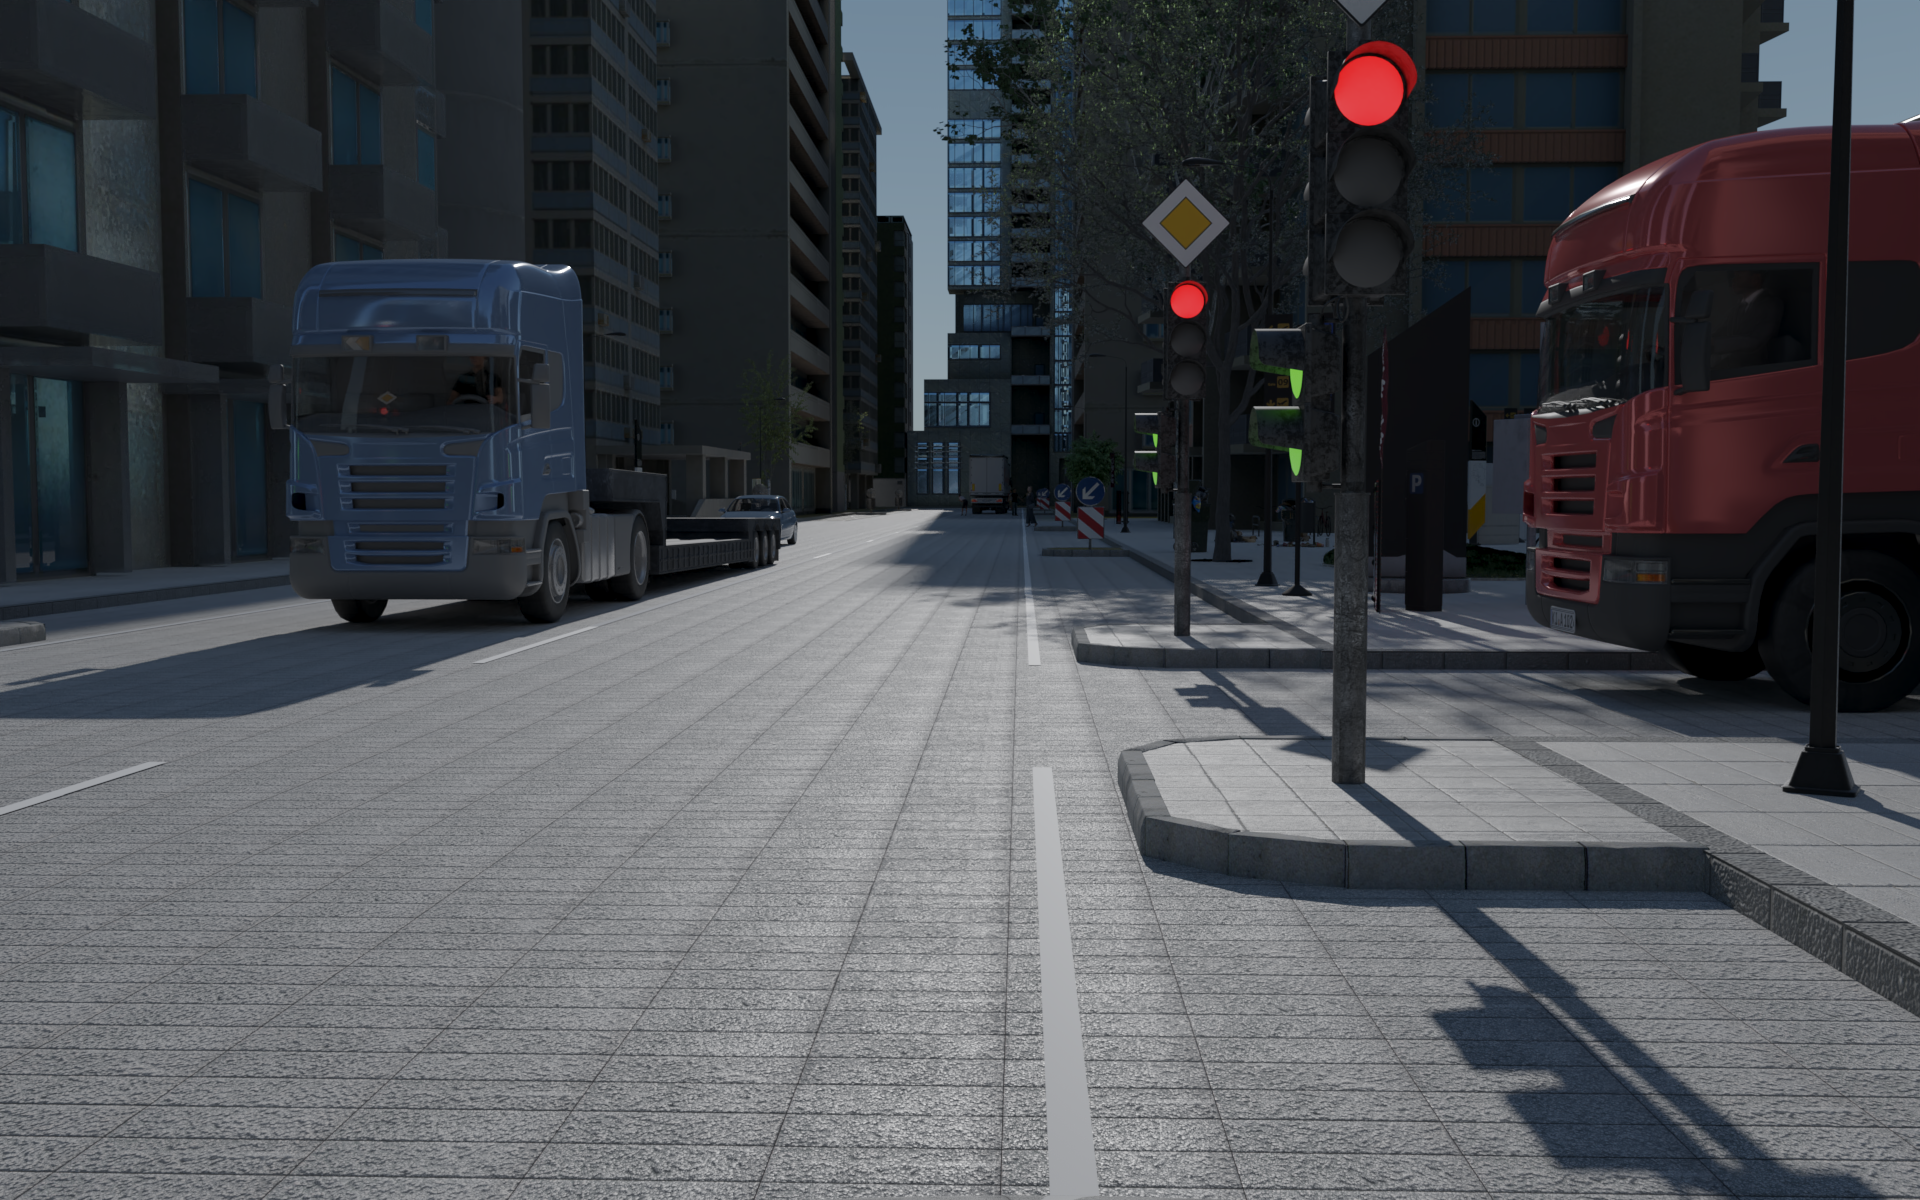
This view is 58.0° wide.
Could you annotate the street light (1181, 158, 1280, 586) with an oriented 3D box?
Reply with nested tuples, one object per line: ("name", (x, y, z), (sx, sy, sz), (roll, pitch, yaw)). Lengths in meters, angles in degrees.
("street light", (3.758, -3.151, 24.067), (1.470, 5.913, 1.316), (0, 4, 2))

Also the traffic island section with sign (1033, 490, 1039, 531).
("traffic island section with sign", (3.871, -3.595, 67.402), (1.989, 1.847, 2.006), (0, 4, 2))

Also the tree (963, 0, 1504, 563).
("tree", (5.081, -7.468, 32.465), (12.009, 13.543, 11.850), (0, 3, 0))

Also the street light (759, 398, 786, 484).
("street light", (-9.115, -6.804, 83.780), (1.470, 5.913, 1.316), (0, 4, 2))

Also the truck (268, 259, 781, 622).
("truck", (-5.334, -2.232, 26.255), (2.967, 4.110, 18.799), (0, 4, 3))

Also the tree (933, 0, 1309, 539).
("tree", (5.477, -11.759, 48.154), (12.611, 20.169, 13.585), (0, 3, 0))

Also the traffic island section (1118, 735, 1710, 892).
("traffic island section", (1.752, 0.891, 7.717), (2.009, 0.180, 2.903), (0, 4, 2))

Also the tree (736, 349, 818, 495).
("tree", (-9.657, -8.477, 88.955), (4.737, 8.622, 4.395), (0, 3, 0))

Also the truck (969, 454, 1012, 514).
("truck", (2.244, -8.511, 128.067), (2.839, 4.237, 11.283), (0, 4, 4))

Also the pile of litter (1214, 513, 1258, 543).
("pile of litter", (7.409, -1.990, 46.500), (1.176, 0.858, 1.719), (1, 4, 11))

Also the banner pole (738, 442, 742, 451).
("banner pole", (-10.590, -5.701, 83.224), (0.401, 3.779, 0.863), (0, 4, 5))

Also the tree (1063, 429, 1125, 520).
("tree", (6.749, -6.345, 87.447), (4.285, 4.588, 4.351), (0, 3, 0))

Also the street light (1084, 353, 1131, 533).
("street light", (4.950, -5.187, 57.349), (1.470, 5.913, 1.316), (0, 4, 2))

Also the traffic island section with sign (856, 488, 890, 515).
("traffic island section with sign", (-6.049, -6.720, 118.499), (1.989, 1.847, 2.006), (0, 4, 2))

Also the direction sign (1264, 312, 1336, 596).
("direction sign", (4.263, -1.823, 21.800), (0.876, 3.537, 0.379), (1, 4, 19))

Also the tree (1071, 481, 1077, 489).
("tree", (6.705, -6.042, 93.396), (1.663, 3.219, 1.824), (0, 3, 0))

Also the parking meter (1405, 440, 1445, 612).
("parking meter", (5.094, -0.813, 19.003), (0.255, 1.863, 0.399), (-2, 4, -24))

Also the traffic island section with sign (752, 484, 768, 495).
("traffic island section with sign", (-7.842, -3.623, 67.867), (1.989, 1.847, 2.006), (0, 4, 2))

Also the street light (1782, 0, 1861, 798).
("street light", (3.188, -2.128, 7.342), (1.470, 5.913, 1.316), (0, 4, 2))

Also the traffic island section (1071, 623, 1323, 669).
("traffic island section", (2.034, 0.403, 15.697), (2.009, 0.180, 2.903), (0, 4, 2))

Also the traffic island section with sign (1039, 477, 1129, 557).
("traffic island section with sign", (2.912, -1.947, 40.463), (1.989, 1.847, 2.006), (0, 4, 2))

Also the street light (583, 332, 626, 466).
("street light", (-10.241, -4.719, 49.695), (1.470, 5.913, 1.316), (0, 4, 2))

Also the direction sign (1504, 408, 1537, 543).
("direction sign", (14.750, -3.283, 45.676), (0.876, 3.537, 0.379), (0, 4, -4))

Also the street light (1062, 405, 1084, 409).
("street light", (6.045, -7.223, 90.635), (1.470, 5.913, 1.316), (0, 4, 2))

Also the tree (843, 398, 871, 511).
("tree", (-8.951, -11.126, 132.273), (4.360, 8.622, 3.978), (0, 3, 0))

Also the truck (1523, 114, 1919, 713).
("truck", (9.283, -1.429, 12.275), (11.283, 4.237, 2.839), (0, 4, 1))

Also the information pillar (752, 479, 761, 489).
("information pillar", (-9.713, -4.783, 82.692), (0.304, 2.012, 0.304), (2, 4, 35))

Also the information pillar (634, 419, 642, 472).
("information pillar", (-10.079, -3.848, 54.276), (0.183, 3.616, 0.504), (0, 4, 7))

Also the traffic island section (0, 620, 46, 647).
("traffic island section", (-9.999, 0.376, 16.126), (2.009, 0.180, 2.903), (0, 4, 2))

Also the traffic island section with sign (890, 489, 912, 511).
("traffic island section with sign", (-5.089, -8.368, 145.437), (1.989, 1.847, 2.006), (0, 4, 2))

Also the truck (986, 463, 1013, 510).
("truck", (3.302, -10.379, 158.615), (2.839, 4.237, 11.283), (0, 4, 3))
